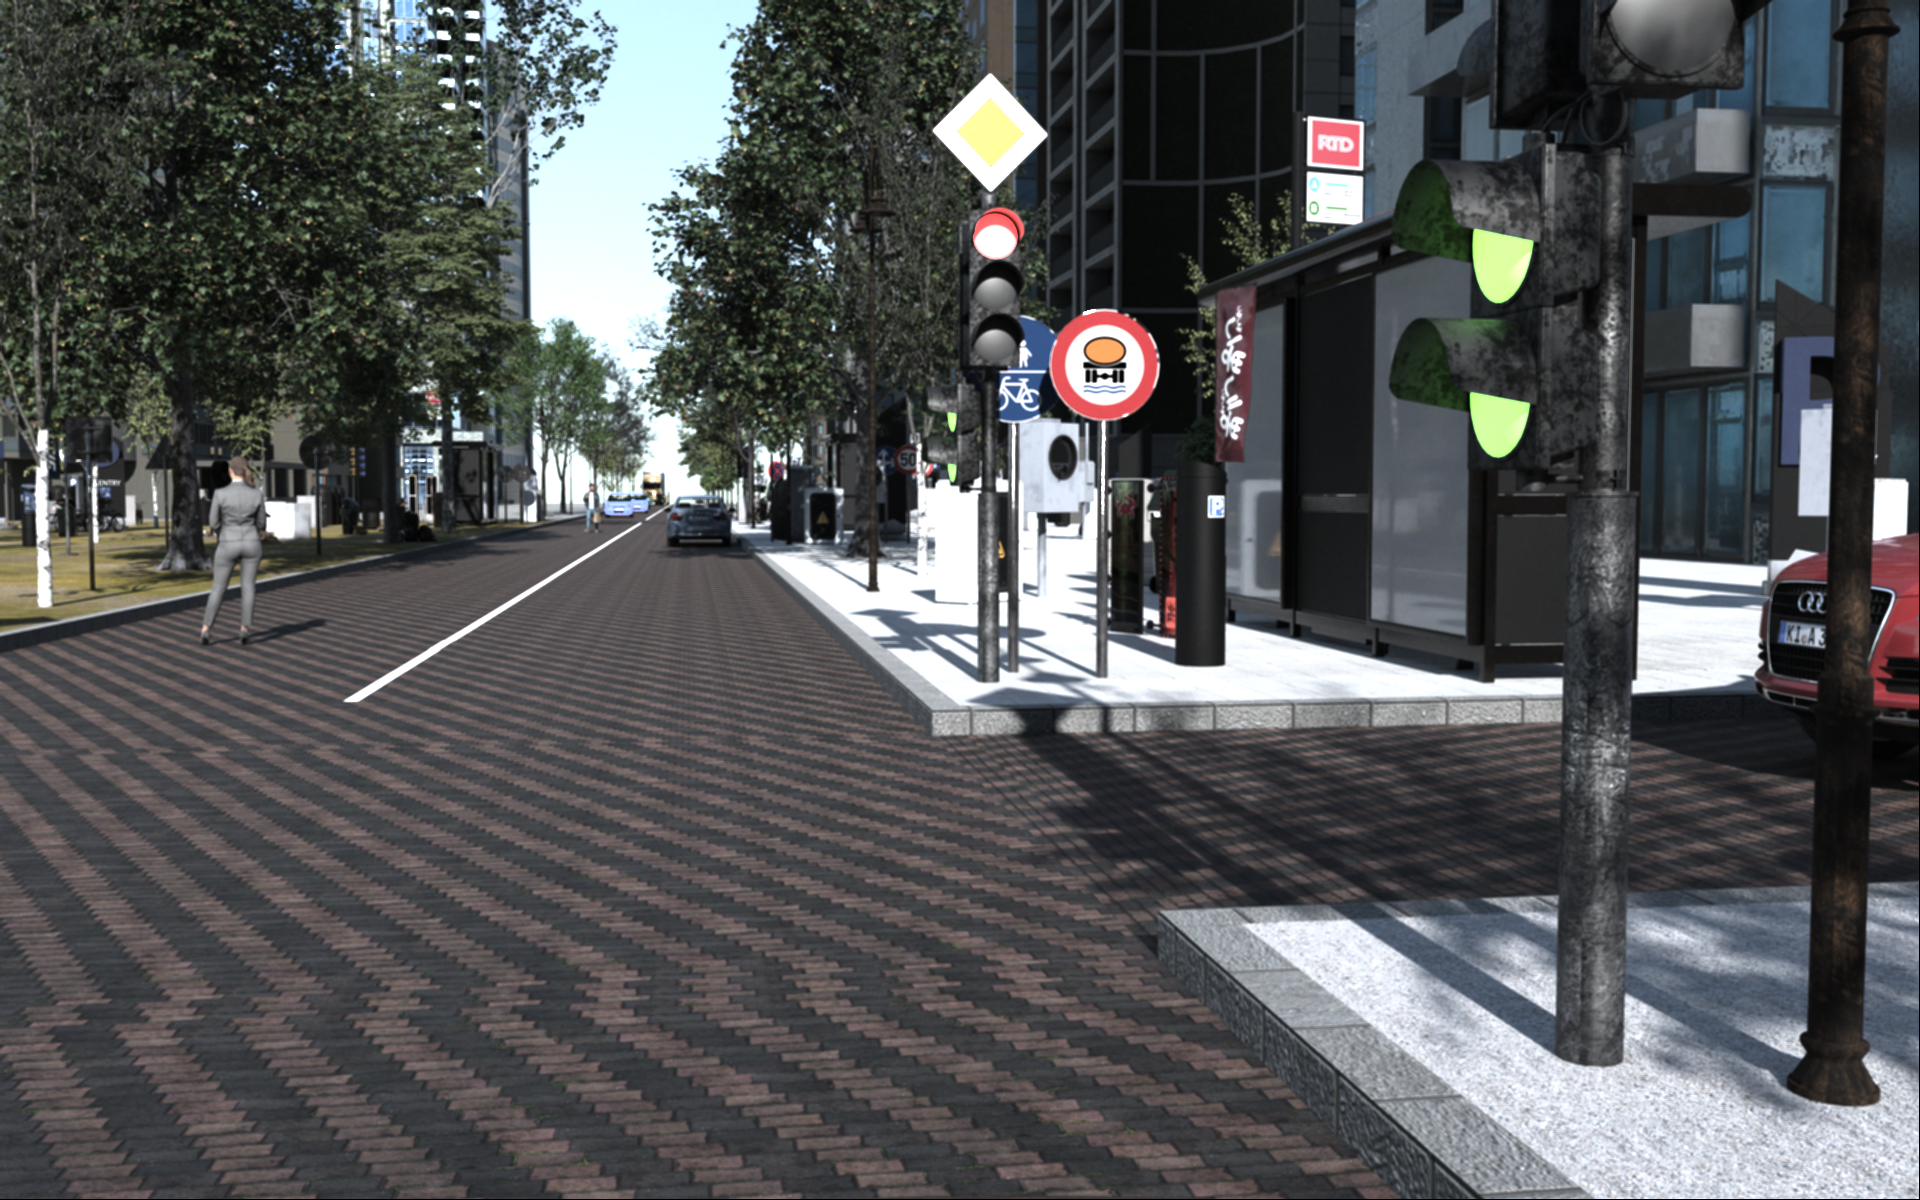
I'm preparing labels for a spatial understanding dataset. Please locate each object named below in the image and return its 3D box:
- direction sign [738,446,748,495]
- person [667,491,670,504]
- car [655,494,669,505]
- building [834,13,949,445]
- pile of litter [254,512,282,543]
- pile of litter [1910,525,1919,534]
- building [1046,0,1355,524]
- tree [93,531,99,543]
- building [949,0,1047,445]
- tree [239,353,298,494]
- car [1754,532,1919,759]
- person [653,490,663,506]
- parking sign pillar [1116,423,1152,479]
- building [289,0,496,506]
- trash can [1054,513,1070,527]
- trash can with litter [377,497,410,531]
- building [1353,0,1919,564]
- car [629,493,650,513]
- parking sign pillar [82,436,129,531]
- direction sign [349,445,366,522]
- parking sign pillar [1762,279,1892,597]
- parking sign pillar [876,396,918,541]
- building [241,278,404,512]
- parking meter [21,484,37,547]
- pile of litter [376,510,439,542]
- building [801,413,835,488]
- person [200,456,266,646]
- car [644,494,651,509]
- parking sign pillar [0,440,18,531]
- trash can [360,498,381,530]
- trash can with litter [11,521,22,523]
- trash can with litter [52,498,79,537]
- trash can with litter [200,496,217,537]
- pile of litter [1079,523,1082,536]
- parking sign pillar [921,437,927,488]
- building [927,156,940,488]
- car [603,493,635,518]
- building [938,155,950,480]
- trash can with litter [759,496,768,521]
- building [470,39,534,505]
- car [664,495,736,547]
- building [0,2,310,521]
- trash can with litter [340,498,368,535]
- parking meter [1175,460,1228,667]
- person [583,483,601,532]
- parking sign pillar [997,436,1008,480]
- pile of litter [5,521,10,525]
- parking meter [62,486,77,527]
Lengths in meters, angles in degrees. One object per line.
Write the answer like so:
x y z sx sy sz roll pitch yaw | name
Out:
-10.319 -5.544 82.641 0.379 3.537 0.876 2 4 29 | direction sign
-40.697 -14.267 241.770 0.705 1.823 1.348 -1 4 -19 | person
-40.022 -13.586 232.353 2.015 1.641 3.980 0 4 -7 | car
-4.219 -40.462 203.556 21.231 58.520 28.212 -1 4 -9 | building
-18.665 -1.954 45.911 1.719 0.858 1.176 1 4 18 | pile of litter
15.219 -0.802 27.071 1.176 0.858 1.719 -2 4 -34 | pile of litter
13.908 -39.140 78.184 20.563 71.187 20.611 -1 4 -9 | building
-23.075 -5.835 45.765 4.737 8.622 4.395 0 3 0 | tree
7.245 -27.795 104.555 14.600 45.320 14.200 -1 4 -9 | building
-29.831 -7.508 73.118 4.737 8.622 4.395 0 3 0 | tree
6.736 -0.014 8.908 5.304 1.827 2.281 -1 4 -10 | car
-36.125 -12.197 207.544 1.348 1.869 0.705 -2 4 -34 | person
6.565 -4.712 65.518 1.447 3.967 1.447 -1 4 -11 | parking sign pillar
-62.758 -53.690 190.498 22.319 86.520 31.000 -1 4 -9 | building
4.018 -3.449 68.038 0.748 1.137 0.748 0 3 0 | trash can
-19.608 -2.965 59.869 0.624 1.170 1.055 2 4 27 | trash can with litter
25.495 -25.803 41.488 30.456 49.044 23.786 -1 4 -9 | building
-24.276 -7.368 130.064 1.945 1.707 3.694 -1 4 -10 | car
-29.761 -4.387 60.205 1.447 3.967 1.447 -2 4 -28 | parking sign pillar
-27.884 -5.395 80.209 0.876 3.537 0.379 1 4 17 | direction sign
10.810 -2.021 21.518 1.447 3.967 1.447 1 4 20 | parking sign pillar
-2.147 -3.613 47.546 1.447 3.967 1.447 -2 4 -24 | parking sign pillar
-54.788 -16.708 118.215 27.650 21.520 28.899 -1 4 -9 | building
-22.700 -2.071 42.280 0.372 1.533 0.369 0 3 0 | parking meter
-14.959 -2.010 46.830 1.719 0.858 1.176 -1 4 -20 | pile of litter
-6.665 -23.786 233.946 27.650 21.520 28.899 -1 4 -9 | building
-6.909 -0.469 16.446 0.573 1.790 0.520 3 5 41 | person
-31.314 -9.867 170.126 1.959 1.807 4.718 -1 4 -11 | car
-34.091 -4.440 61.066 1.447 3.967 1.447 -3 5 -41 | parking sign pillar
-21.324 -3.122 62.695 0.748 1.137 0.748 0 3 0 | trash can
-40.860 -3.992 76.330 1.678 1.210 2.233 -1 4 -19 | trash can with litter
-26.840 -2.484 51.995 0.624 1.170 1.055 -1 4 -19 | trash can with litter
-22.820 -2.485 51.689 1.678 1.210 2.233 1 4 10 | trash can with litter
4.343 -2.423 53.586 1.719 0.858 1.176 -3 5 -41 | pile of litter
-2.160 -5.519 78.700 1.447 3.967 1.447 1 4 21 | parking sign pillar
10.622 -27.378 139.508 32.217 40.220 23.993 -1 4 -9 | building
-20.911 -5.917 106.327 1.945 1.707 3.694 -1 4 -10 | car
5.230 -21.254 119.212 14.160 30.474 14.107 -1 4 -9 | building
-9.618 -4.314 81.915 1.055 1.170 0.624 0 4 -8 | trash can with litter
-66.662 -41.508 220.662 21.231 58.520 28.212 -1 4 -9 | building
-7.304 -2.240 48.624 2.014 1.417 4.499 0 4 -7 | car
-52.658 -24.427 91.258 32.217 40.220 23.993 -1 4 -9 | building
-19.182 -2.665 54.966 1.055 1.170 0.624 3 4 36 | trash can with litter
1.809 -0.281 13.000 0.372 1.533 0.369 0 3 0 | parking meter
-13.617 -3.413 64.289 0.794 1.824 0.713 1 4 15 | person
1.776 -4.711 65.497 1.447 3.967 1.447 2 4 34 | parking sign pillar
-37.994 -3.317 68.199 1.176 0.858 1.719 0 4 0 | pile of litter
-27.209 -2.722 52.915 0.372 1.533 0.369 0 3 0 | parking meter
